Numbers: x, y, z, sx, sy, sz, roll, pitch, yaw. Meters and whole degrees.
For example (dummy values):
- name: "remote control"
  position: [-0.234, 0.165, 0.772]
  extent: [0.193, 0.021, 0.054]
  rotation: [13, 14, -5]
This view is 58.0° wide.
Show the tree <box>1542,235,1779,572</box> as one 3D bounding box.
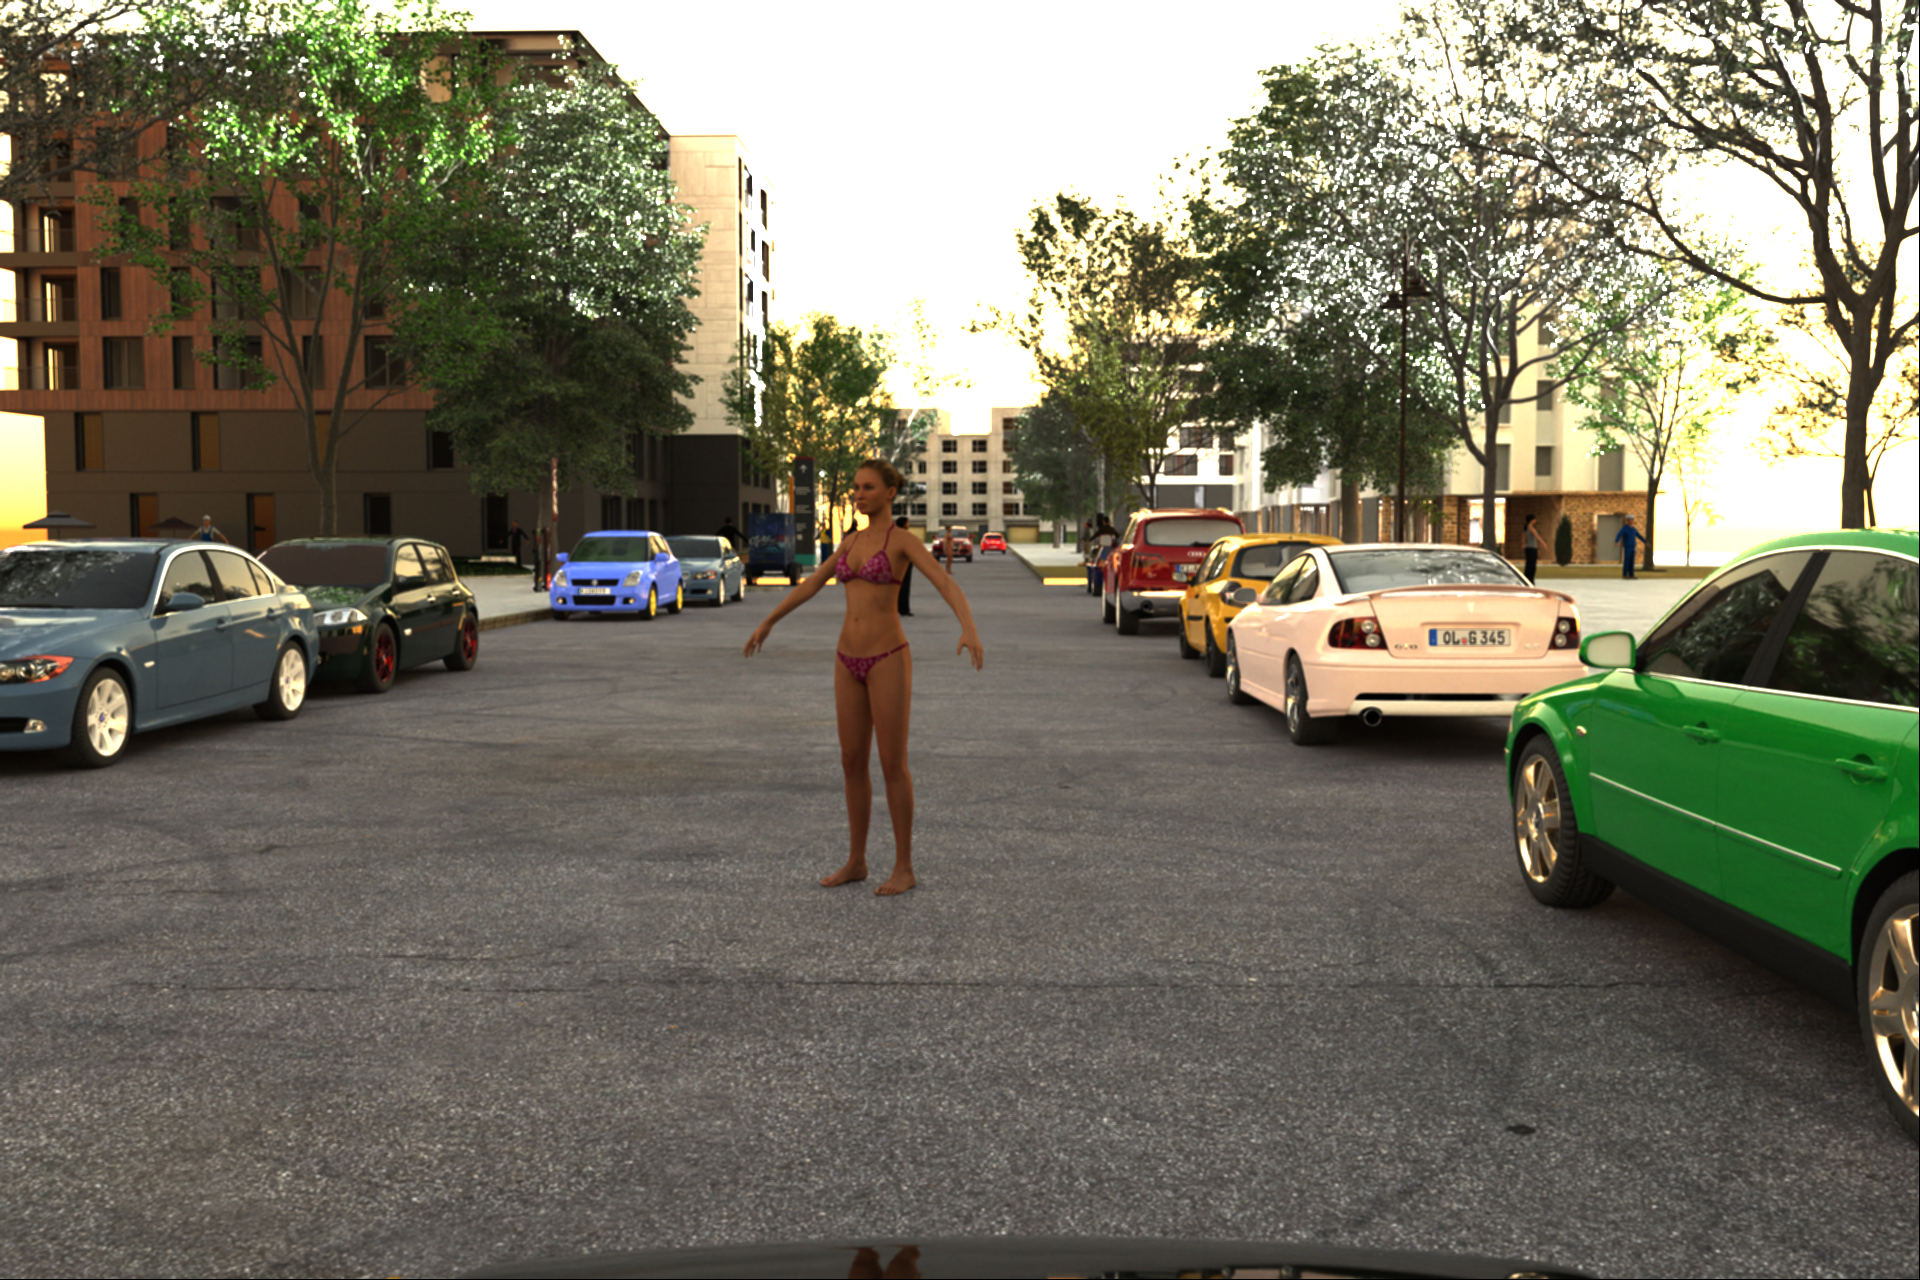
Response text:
- name: "tree"
  position: [23.940, -8.175, 59.421]
  extent: [9.928, 11.665, 9.643]
  rotation: [0, 3, 0]

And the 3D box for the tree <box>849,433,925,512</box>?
- name: "tree"
  position: [-6.637, -13.465, 154.564]
  extent: [7.601, 10.594, 8.767]
  rotation: [-2, 4, -35]

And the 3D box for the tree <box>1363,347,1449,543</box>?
- name: "tree"
  position: [14.516, -6.508, 56.762]
  extent: [4.737, 8.622, 4.395]
  rotation: [0, 3, 0]

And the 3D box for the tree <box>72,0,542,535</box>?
- name: "tree"
  position: [-11.308, -6.410, 30.566]
  extent: [9.928, 11.665, 9.643]
  rotation: [0, 3, 0]

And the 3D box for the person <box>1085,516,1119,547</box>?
- name: "person"
  position: [4.370, -2.804, 51.986]
  extent: [1.346, 1.812, 0.704]
  rotation: [-2, 4, -27]

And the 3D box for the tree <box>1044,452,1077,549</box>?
- name: "tree"
  position: [8.275, -11.824, 143.683]
  extent: [4.360, 8.622, 3.978]
  rotation: [0, 3, 0]

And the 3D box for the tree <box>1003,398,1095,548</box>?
- name: "tree"
  position: [8.793, -15.255, 156.074]
  extent: [9.857, 13.997, 8.962]
  rotation: [0, 3, 0]

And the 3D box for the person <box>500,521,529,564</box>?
- name: "person"
  position: [-17.609, -3.816, 68.619]
  extent: [1.346, 1.802, 0.704]
  rotation: [1, 4, 20]

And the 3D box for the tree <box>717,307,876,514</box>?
- name: "tree"
  position: [-7.386, -9.360, 78.796]
  extent: [9.928, 11.665, 9.643]
  rotation: [0, 3, 0]

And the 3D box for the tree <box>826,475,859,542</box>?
- name: "tree"
  position: [-16.639, -20.463, 244.937]
  extent: [12.009, 13.543, 11.850]
  rotation: [0, 3, 0]

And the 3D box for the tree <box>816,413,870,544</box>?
- name: "tree"
  position: [-7.159, -9.287, 102.203]
  extent: [4.737, 8.622, 4.395]
  rotation: [0, 3, 0]

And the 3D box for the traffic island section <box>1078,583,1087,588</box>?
- name: "traffic island section"
  position: [4.182, -1.449, 46.552]
  extent: [1.991, 0.108, 1.994]
  rotation: [0, 4, 0]

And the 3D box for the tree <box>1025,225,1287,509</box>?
- name: "tree"
  position: [7.699, -9.768, 70.078]
  extent: [12.009, 13.543, 11.850]
  rotation: [0, 3, 0]

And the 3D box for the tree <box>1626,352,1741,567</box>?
- name: "tree"
  position: [28.269, -7.114, 66.677]
  extent: [4.360, 8.622, 3.978]
  rotation: [0, 3, 0]

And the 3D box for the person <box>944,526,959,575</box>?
- name: "person"
  position: [-0.310, -3.194, 61.475]
  extent: [0.721, 1.733, 1.217]
  rotation: [1, 4, 22]

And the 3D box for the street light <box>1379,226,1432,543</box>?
- name: "street light"
  position: [6.745, -3.278, 26.376]
  extent: [0.468, 5.910, 1.993]
  rotation: [0, 4, 1]

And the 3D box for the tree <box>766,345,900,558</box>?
- name: "tree"
  position: [-6.840, -10.242, 93.214]
  extent: [9.928, 11.665, 9.643]
  rotation: [0, 3, 0]

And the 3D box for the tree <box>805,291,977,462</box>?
- name: "tree"
  position: [-5.401, -17.089, 135.297]
  extent: [12.611, 20.169, 13.585]
  rotation: [0, 3, 0]

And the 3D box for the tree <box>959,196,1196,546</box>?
- name: "tree"
  position: [6.825, -14.826, 98.298]
  extent: [12.611, 20.169, 13.585]
  rotation: [0, 3, 0]

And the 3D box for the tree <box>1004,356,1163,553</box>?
- name: "tree"
  position: [7.831, -12.504, 114.811]
  extent: [12.009, 13.543, 11.850]
  rotation: [0, 3, 0]

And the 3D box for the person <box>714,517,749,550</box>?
- name: "person"
  position: [-6.951, -2.813, 52.172]
  extent: [1.347, 1.806, 0.705]
  rotation: [1, 4, 10]

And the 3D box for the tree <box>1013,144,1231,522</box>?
- name: "tree"
  position: [9.579, -13.935, 83.723]
  extent: [12.611, 20.169, 13.585]
  rotation: [0, 3, 0]

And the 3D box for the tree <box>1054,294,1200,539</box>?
- name: "tree"
  position: [4.928, -6.317, 53.641]
  extent: [4.737, 8.622, 4.395]
  rotation: [0, 3, 0]

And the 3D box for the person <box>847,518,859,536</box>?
- name: "person"
  position: [-3.758, -3.442, 62.062]
  extent: [0.705, 1.856, 1.354]
  rotation: [1, 4, 23]

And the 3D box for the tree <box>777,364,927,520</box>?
- name: "tree"
  position: [-7.381, -12.795, 119.567]
  extent: [12.009, 13.543, 11.850]
  rotation: [0, 3, 0]

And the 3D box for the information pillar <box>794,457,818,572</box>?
- name: "information pillar"
  position: [-5.204, -4.212, 58.248]
  extent: [0.750, 3.857, 0.750]
  rotation: [0, 4, 2]

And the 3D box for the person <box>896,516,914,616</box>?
- name: "person"
  position: [-0.919, -1.298, 30.397]
  extent: [0.721, 1.740, 1.216]
  rotation: [-2, 4, -26]

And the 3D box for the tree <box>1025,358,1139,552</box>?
- name: "tree"
  position: [9.028, -13.484, 127.124]
  extent: [9.857, 13.997, 8.962]
  rotation: [0, 3, 0]

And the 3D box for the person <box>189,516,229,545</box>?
- name: "person"
  position: [-23.027, -2.882, 52.982]
  extent: [1.347, 1.847, 0.705]
  rotation: [0, 4, -7]

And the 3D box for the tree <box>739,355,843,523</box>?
- name: "tree"
  position: [-7.215, -7.382, 71.064]
  extent: [4.737, 8.622, 4.395]
  rotation: [0, 3, 0]

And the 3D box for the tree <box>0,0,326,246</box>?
- name: "tree"
  position: [-12.361, -6.607, 18.396]
  extent: [12.009, 13.543, 11.850]
  rotation: [0, 3, 0]

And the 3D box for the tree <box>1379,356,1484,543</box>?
- name: "tree"
  position: [17.486, -7.175, 67.681]
  extent: [4.360, 8.622, 3.978]
  rotation: [0, 3, 0]

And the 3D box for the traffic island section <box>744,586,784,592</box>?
- name: "traffic island section"
  position: [-5.523, -1.289, 43.945]
  extent: [1.991, 0.108, 1.994]
  rotation: [0, 4, 2]

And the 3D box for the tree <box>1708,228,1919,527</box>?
- name: "tree"
  position: [26.808, -7.122, 50.863]
  extent: [8.767, 10.594, 7.601]
  rotation: [-1, 4, -9]

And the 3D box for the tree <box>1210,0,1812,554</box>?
- name: "tree"
  position: [9.953, -7.473, 32.551]
  extent: [12.009, 13.543, 11.850]
  rotation: [0, 3, 0]

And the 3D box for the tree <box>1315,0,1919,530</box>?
- name: "tree"
  position: [9.433, -6.578, 17.919]
  extent: [12.009, 13.543, 11.850]
  rotation: [0, 3, 0]

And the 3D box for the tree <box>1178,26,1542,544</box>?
- name: "tree"
  position: [10.071, -8.409, 44.150]
  extent: [9.857, 13.997, 8.962]
  rotation: [0, 3, 0]

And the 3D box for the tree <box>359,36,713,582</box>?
- name: "tree"
  position: [-11.079, -8.530, 46.124]
  extent: [9.857, 13.997, 8.962]
  rotation: [0, 3, 0]
